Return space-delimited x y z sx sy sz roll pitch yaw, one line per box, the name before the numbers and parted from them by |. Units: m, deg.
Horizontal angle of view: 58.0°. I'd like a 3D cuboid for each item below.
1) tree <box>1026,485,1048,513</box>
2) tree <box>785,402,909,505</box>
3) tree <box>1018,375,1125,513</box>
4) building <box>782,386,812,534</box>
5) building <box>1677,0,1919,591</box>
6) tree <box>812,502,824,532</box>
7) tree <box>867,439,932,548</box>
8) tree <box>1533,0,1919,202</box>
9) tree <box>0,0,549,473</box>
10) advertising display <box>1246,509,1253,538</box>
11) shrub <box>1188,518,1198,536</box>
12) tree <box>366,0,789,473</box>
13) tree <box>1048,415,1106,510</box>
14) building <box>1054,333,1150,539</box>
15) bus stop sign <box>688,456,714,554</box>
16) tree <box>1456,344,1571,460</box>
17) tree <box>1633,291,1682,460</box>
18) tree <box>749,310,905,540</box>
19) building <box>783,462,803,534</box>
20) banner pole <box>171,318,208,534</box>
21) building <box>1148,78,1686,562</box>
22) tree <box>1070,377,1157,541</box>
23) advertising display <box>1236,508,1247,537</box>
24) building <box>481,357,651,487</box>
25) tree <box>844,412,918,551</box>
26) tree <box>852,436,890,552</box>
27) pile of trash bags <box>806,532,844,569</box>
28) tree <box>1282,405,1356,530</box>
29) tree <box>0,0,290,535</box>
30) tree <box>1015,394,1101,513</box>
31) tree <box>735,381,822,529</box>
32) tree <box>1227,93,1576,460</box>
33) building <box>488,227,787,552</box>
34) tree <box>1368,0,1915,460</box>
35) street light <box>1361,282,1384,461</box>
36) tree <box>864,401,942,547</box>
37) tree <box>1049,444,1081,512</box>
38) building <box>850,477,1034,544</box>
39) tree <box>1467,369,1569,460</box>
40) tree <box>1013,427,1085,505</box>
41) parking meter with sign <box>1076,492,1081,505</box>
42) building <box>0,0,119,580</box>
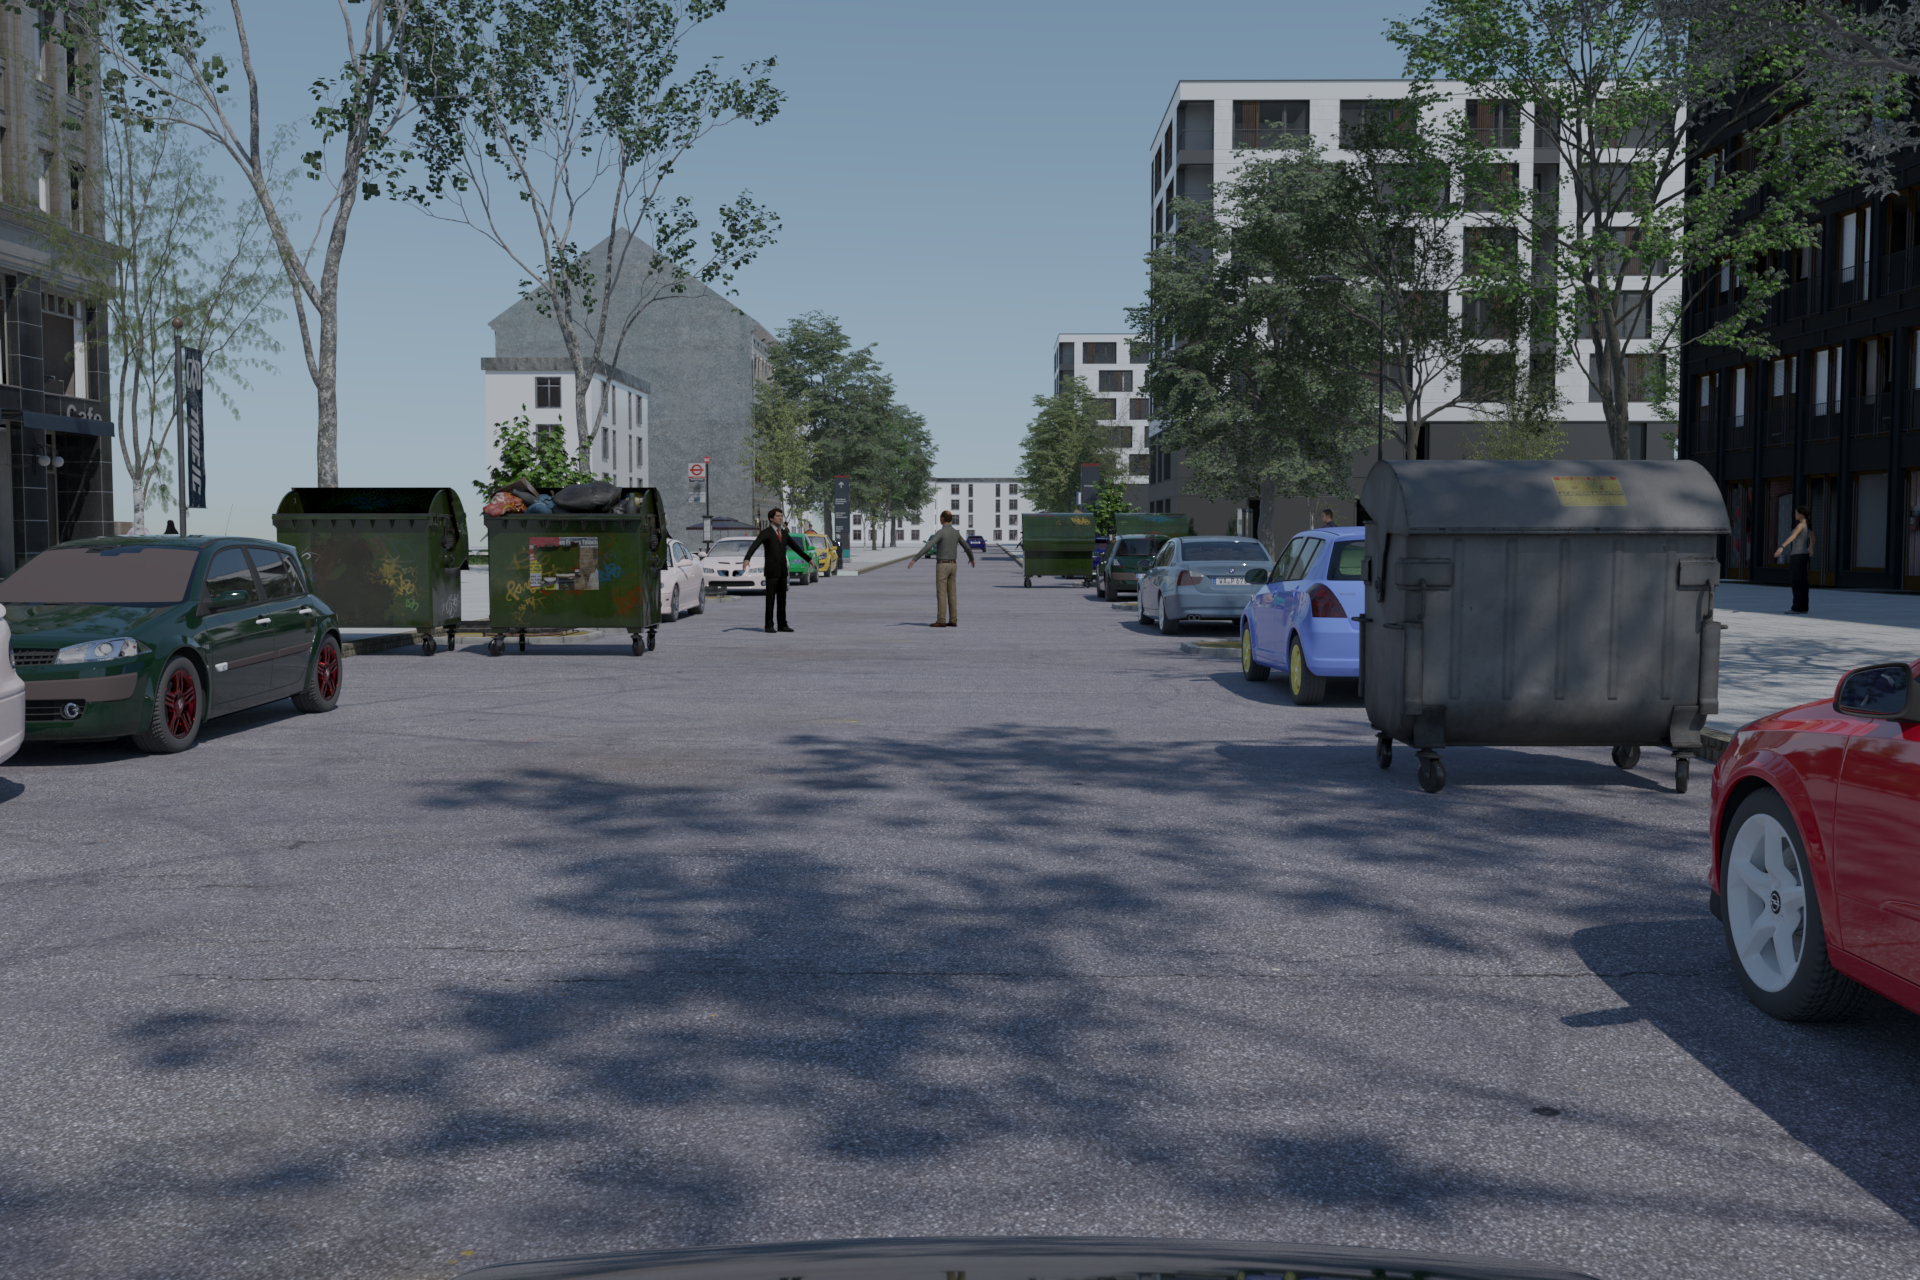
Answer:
tree | 8.452 -13.097 164.504 4.737 8.622 4.395 0 3 0
tree | -7.751 -11.049 115.071 8.767 10.594 7.601 0 4 -6
tree | 7.935 -12.535 123.075 7.486 12.596 7.792 0 3 0
building | -24.591 -21.914 214.714 16.016 20.090 11.380 0 4 0
building | 25.766 -12.870 39.086 12.332 23.479 15.834 0 4 1
tree | -19.546 -18.615 254.711 4.360 8.622 3.978 0 3 0
tree | -6.841 -13.482 154.835 8.767 10.594 7.601 -1 4 -11
tree | 9.600 -6.310 13.536 12.009 13.543 11.850 0 3 0
tree | -13.007 -10.824 32.856 12.611 20.169 13.585 0 3 0
advertising display | 7.434 -2.424 44.849 0.123 1.923 0.974 0 4 0
shrub | 8.120 -3.652 63.758 1.661 2.075 1.752 0 3 0
tree | -10.738 -11.845 49.550 12.611 20.169 13.585 0 3 0
tree | 7.462 -9.551 106.523 4.737 8.622 4.395 0 3 0
building | 24.261 -21.318 192.520 27.936 21.610 32.646 0 4 1
bus stop sign | -8.877 -4.326 59.427 0.855 3.939 0.416 0 4 2
tree | 21.456 -7.046 65.560 4.360 8.622 3.978 0 3 0
tree | 29.540 -8.593 66.255 9.928 11.665 9.643 0 3 0
tree | -7.430 -11.709 98.105 9.857 13.997 8.962 0 3 0
building | -21.479 -15.087 188.823 9.099 9.664 28.070 0 4 1
banner pole | -9.064 -1.859 20.409 0.401 3.779 0.863 0 4 0
building | 24.049 -15.317 94.412 27.936 21.610 32.646 0 4 1
tree | 6.914 -8.056 82.079 4.360 8.622 3.978 0 3 0
advertising display | 7.113 -2.362 43.827 0.123 1.923 0.974 0 4 1
building | -21.735 -9.434 96.389 9.099 9.664 28.070 0 4 1
tree | -6.796 -12.798 135.003 9.928 11.665 9.643 0 3 0
tree | -6.836 -10.614 123.902 4.737 8.622 4.395 0 3 0
pile of trash bags | -5.202 -3.241 62.742 1.912 1.369 3.447 0 4 2
tree | 14.594 -7.390 71.190 4.360 8.622 3.978 0 3 0
tree | -11.549 -4.481 23.628 4.360 8.622 3.978 0 3 0
tree | 8.319 -13.624 140.879 7.486 12.596 7.792 0 3 0
tree | -8.402 -8.075 82.380 4.737 8.622 4.395 0 3 0
tree | 9.563 -6.276 37.025 7.601 10.594 8.767 2 4 27
building | -23.991 -18.496 133.343 19.493 23.208 18.063 0 4 1
tree | 9.724 -6.108 25.625 9.928 11.665 9.643 0 3 0
street light | 8.123 -3.589 31.217 1.470 5.913 1.316 0 4 0
tree | -6.403 -15.874 166.192 9.857 13.997 8.962 0 3 0
tree | 8.755 -11.107 131.968 4.360 8.622 3.978 0 3 0
building | -3.296 -18.973 254.806 28.070 9.664 9.099 0 4 6
tree | 24.342 -7.608 74.750 4.737 8.622 4.395 0 3 0
tree | 8.529 -13.979 154.307 9.928 11.665 9.643 0 3 0
parking meter with sign | 5.067 -4.548 70.622 0.543 3.016 1.738 0 4 0
building | -30.578 -15.768 37.403 16.754 29.471 25.880 0 4 1
